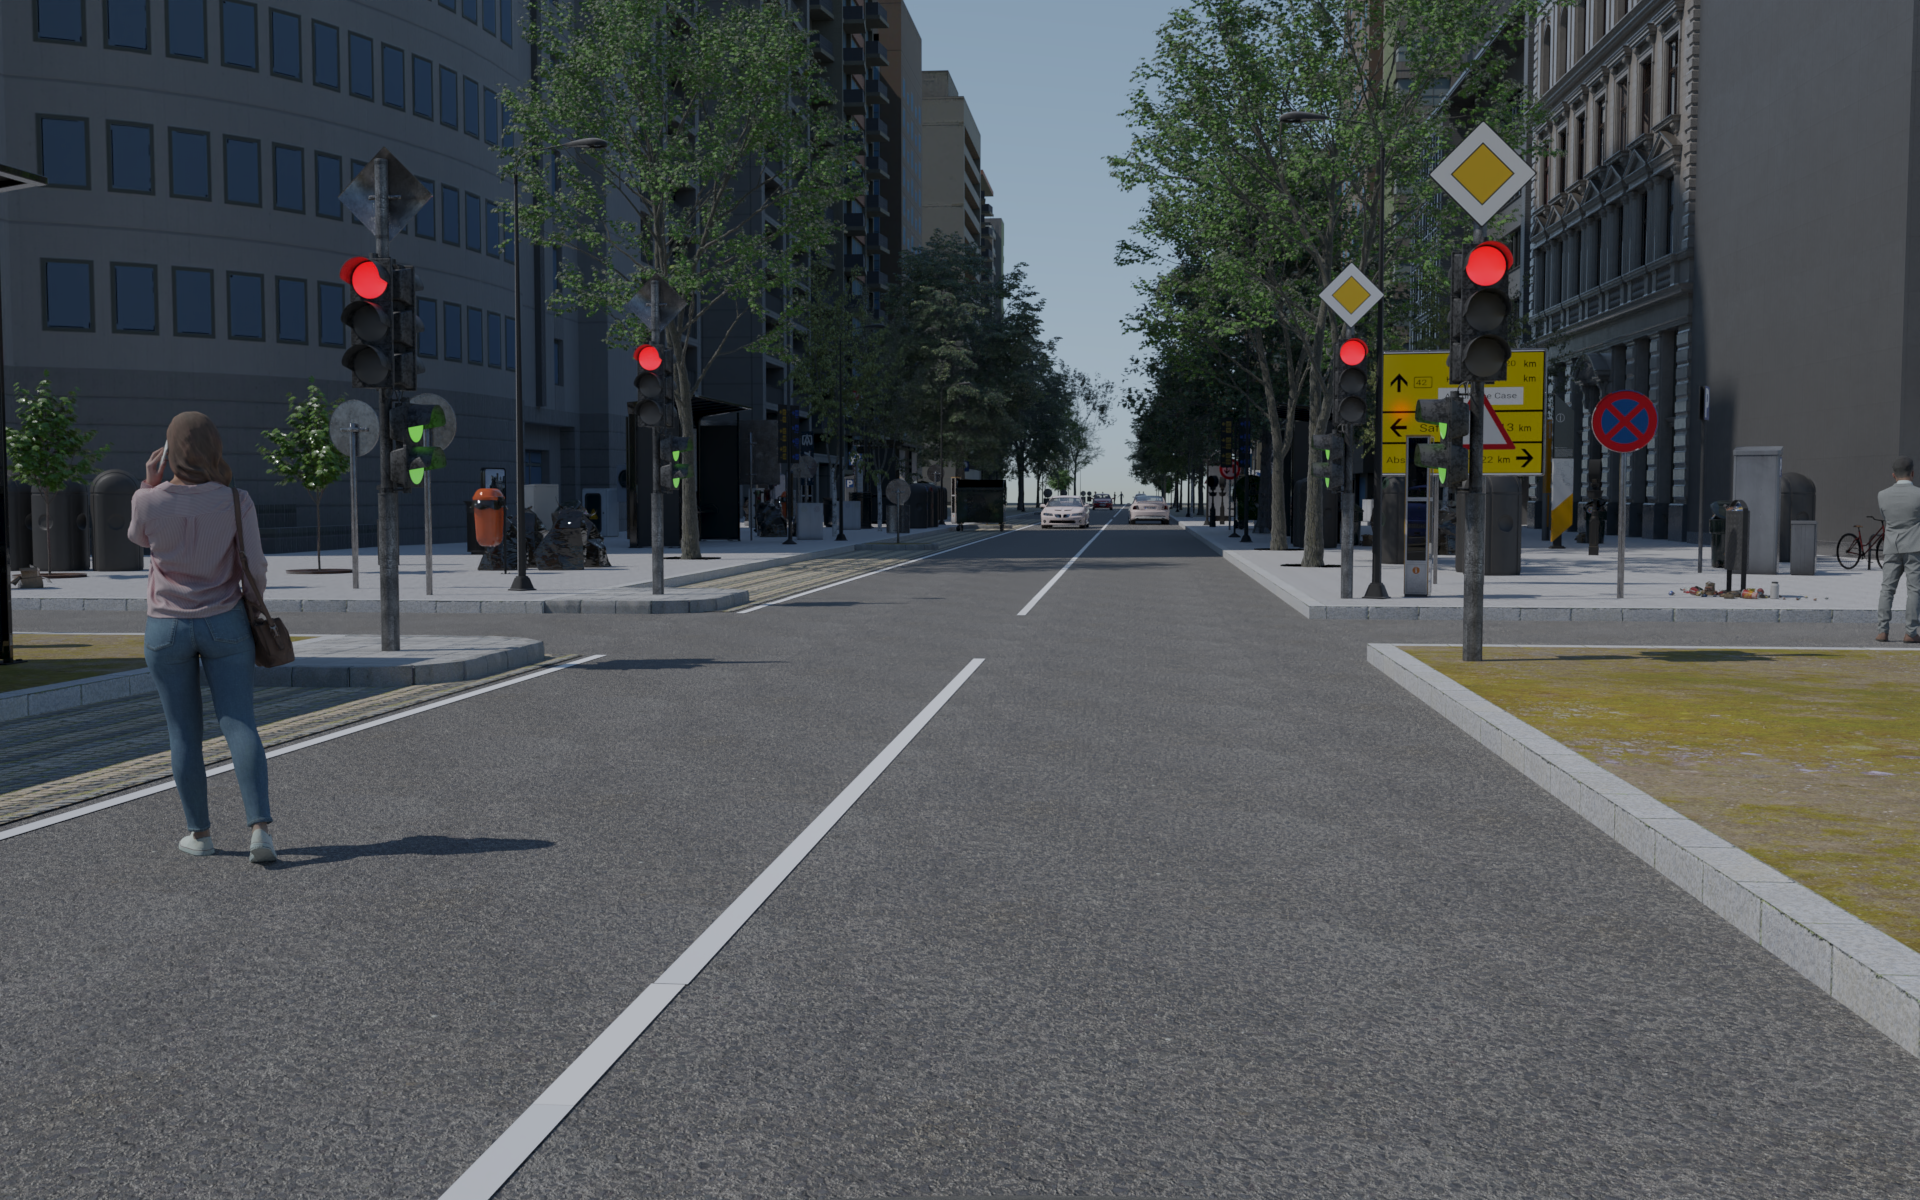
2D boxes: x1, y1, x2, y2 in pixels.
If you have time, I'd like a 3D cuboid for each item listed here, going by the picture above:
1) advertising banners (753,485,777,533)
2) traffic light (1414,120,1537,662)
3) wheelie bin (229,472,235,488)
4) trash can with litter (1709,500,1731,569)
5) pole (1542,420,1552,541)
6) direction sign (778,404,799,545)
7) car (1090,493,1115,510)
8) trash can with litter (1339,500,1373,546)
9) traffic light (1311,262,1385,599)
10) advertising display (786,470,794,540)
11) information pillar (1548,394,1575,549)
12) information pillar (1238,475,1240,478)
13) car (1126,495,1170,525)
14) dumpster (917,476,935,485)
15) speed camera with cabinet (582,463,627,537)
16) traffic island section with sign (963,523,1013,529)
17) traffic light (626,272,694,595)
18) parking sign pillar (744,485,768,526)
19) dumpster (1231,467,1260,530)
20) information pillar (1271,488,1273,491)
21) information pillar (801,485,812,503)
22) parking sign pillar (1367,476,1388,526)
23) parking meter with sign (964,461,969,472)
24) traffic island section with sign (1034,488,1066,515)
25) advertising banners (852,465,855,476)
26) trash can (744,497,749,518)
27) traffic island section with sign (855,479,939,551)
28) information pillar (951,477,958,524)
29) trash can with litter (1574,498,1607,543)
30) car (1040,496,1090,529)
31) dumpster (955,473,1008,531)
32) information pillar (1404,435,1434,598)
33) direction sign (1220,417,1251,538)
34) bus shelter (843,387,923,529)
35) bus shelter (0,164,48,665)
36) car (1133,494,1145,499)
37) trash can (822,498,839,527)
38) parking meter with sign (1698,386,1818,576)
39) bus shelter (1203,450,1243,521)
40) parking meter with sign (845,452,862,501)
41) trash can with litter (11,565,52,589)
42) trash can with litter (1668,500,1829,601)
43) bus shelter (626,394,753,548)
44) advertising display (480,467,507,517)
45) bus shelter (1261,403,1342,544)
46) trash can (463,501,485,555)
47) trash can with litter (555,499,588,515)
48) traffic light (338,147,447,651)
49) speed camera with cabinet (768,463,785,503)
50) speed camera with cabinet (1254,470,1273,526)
[{"bbox_3d":[-6.523,-3.804,58.377,0.090,3.025,2.074,1,4,17],"label":"advertising banners"},{"bbox_3d":[3.924,-1.486,13.212,0.839,4.253,0.868,0,4,6],"label":"traffic light"},{"bbox_3d":[-10.219,-0.953,23.490,0.980,1.594,0.693,-2,4,-33],"label":"wheelie bin"},{"bbox_3d":[13.344,-1.128,29.832,0.624,1.170,1.055,0,4,1],"label":"trash can with litter"},{"bbox_3d":[16.097,-3.282,47.497,0.158,3.312,0.155,0,3,0],"label":"pole"},{"bbox_3d":[-4.350,-3.185,44.066,0.379,3.537,0.876,2,4,30],"label":"direction sign"},{"bbox_3d":[12.698,-8.892,154.425,2.155,1.783,4.494,0,4,4],"label":"car"},{"bbox_3d":[9.898,-1.920,42.782,1.055,1.170,0.624,3,5,41],"label":"trash can with litter"},{"bbox_3d":[4.731,-1.972,21.156,0.839,4.253,0.868,0,4,6],"label":"traffic light"},{"bbox_3d":[-4.544,-2.506,46.189,0.123,1.923,0.974,-1,4,-10],"label":"advertising display"},{"bbox_3d":[14.087,-3.007,40.518,0.504,3.616,0.183,0,4,-1],"label":"information pillar"},{"bbox_3d":[10.783,-3.760,65.964,0.304,2.012,0.304,3,4,38],"label":"information pillar"},{"bbox_3d":[8.963,-4.277,82.293,2.083,1.381,4.827,0,4,4],"label":"car"},{"bbox_3d":[-1.945,-5.423,91.160,1.502,2.255,1.985,0,4,6],"label":"dumpster"},{"bbox_3d":[-10.304,-3.497,51.515,2.038,3.252,0.660,2,4,30],"label":"speed camera with cabinet"},{"bbox_3d":[1.162,-3.861,71.752,1.989,1.847,2.006,0,4,6],"label":"traffic island section with sign"},{"bbox_3d":[-3.838,-2.024,22.007,0.839,4.253,0.868,0,4,6],"label":"traffic light"},{"bbox_3d":[-7.985,-4.977,69.852,1.447,3.967,1.447,-1,4,-10],"label":"parking sign pillar"},{"bbox_3d":[10.618,-3.707,63.101,1.502,2.255,1.985,0,4,6],"label":"dumpster"},{"bbox_3d":[11.725,-3.673,64.545,0.304,2.012,0.304,3,4,36],"label":"information pillar"},{"bbox_3d":[-5.762,-3.711,65.163,0.304,2.012,0.304,2,4,31],"label":"information pillar"},{"bbox_3d":[17.362,-5.024,70.615,1.447,3.967,1.447,2,4,34],"label":"parking sign pillar"},{"bbox_3d":[0.401,-5.927,93.172,0.543,3.016,1.738,1,4,13],"label":"parking meter with sign"},{"bbox_3d":[6.236,-6.916,121.697,1.989,1.847,2.006,0,4,6],"label":"traffic island section with sign"},{"bbox_3d":[-5.020,-6.030,94.778,2.074,3.025,0.090,-2,4,-30],"label":"advertising banners"},{"bbox_3d":[-10.908,-4.798,90.096,0.748,1.137,0.748,0,3,0],"label":"trash can"},{"bbox_3d":[-1.590,-2.200,44.601,1.989,1.847,2.006,0,4,6],"label":"traffic island section with sign"},{"bbox_3d":[-0.172,-4.312,74.988,0.304,2.012,0.304,-3,4,-38],"label":"information pillar"},{"bbox_3d":[16.325,-2.055,44.986,0.624,1.170,1.055,-1,4,-11],"label":"trash can with litter"},{"bbox_3d":[4.480,-3.727,73.302,2.083,1.381,4.827,0,4,7],"label":"car"},{"bbox_3d":[0.815,-3.757,66.381,1.985,2.255,1.502,0,4,6],"label":"dumpster"},{"bbox_3d":[5.716,-1.045,21.576,0.304,2.012,0.304,2,4,24],"label":"information pillar"},{"bbox_3d":[8.133,-3.621,51.195,0.876,3.537,0.379,0,4,3],"label":"direction sign"},{"bbox_3d":[-3.049,-5.506,67.648,2.179,5.291,8.768,0,4,6],"label":"bus shelter"},{"bbox_3d":[-7.925,-1.144,9.995,1.731,3.624,6.357,0,4,6],"label":"bus shelter"},{"bbox_3d":[23.705,-13.357,227.426,2.155,1.783,4.494,0,4,6],"label":"car"},{"bbox_3d":[-4.980,-3.387,67.038,0.748,1.137,0.748,0,3,0],"label":"trash can"},{"bbox_3d":[12.739,-1.919,27.644,1.738,3.016,0.543,2,4,30],"label":"parking meter with sign"},{"bbox_3d":[12.181,-5.224,79.335,2.014,3.302,5.546,0,4,6],"label":"bus shelter"},{"bbox_3d":[-4.468,-4.571,71.000,0.543,3.016,1.738,1,4,10],"label":"parking meter with sign"},{"bbox_3d":[-12.961,-0.740,23.494,1.055,1.170,0.624,-3,4,-39],"label":"trash can with litter"},{"bbox_3d":[9.801,-0.664,21.908,1.678,1.210,2.233,0,4,5],"label":"trash can with litter"},{"bbox_3d":[-6.779,-3.225,44.011,1.731,3.624,6.357,0,4,6],"label":"bus shelter"},{"bbox_3d":[-11.314,-2.252,42.029,0.123,1.923,0.974,1,4,16],"label":"advertising display"},{"bbox_3d":[9.350,-3.443,47.581,1.731,3.624,6.357,0,4,6],"label":"bus shelter"},{"bbox_3d":[-10.137,-1.532,36.696,0.748,1.137,0.748,0,3,0],"label":"trash can"},{"bbox_3d":[-8.534,-1.588,37.350,0.624,1.170,1.055,1,4,23],"label":"trash can with litter"},{"bbox_3d":[-4.645,-1.538,14.063,0.839,4.253,0.868,0,4,6],"label":"traffic light"},{"bbox_3d":[-8.925,-5.293,80.882,0.660,3.252,2.038,-3,4,-37],"label":"speed camera with cabinet"},{"bbox_3d":[11.777,-4.406,66.369,0.660,3.252,2.038,1,4,22],"label":"speed camera with cabinet"}]
